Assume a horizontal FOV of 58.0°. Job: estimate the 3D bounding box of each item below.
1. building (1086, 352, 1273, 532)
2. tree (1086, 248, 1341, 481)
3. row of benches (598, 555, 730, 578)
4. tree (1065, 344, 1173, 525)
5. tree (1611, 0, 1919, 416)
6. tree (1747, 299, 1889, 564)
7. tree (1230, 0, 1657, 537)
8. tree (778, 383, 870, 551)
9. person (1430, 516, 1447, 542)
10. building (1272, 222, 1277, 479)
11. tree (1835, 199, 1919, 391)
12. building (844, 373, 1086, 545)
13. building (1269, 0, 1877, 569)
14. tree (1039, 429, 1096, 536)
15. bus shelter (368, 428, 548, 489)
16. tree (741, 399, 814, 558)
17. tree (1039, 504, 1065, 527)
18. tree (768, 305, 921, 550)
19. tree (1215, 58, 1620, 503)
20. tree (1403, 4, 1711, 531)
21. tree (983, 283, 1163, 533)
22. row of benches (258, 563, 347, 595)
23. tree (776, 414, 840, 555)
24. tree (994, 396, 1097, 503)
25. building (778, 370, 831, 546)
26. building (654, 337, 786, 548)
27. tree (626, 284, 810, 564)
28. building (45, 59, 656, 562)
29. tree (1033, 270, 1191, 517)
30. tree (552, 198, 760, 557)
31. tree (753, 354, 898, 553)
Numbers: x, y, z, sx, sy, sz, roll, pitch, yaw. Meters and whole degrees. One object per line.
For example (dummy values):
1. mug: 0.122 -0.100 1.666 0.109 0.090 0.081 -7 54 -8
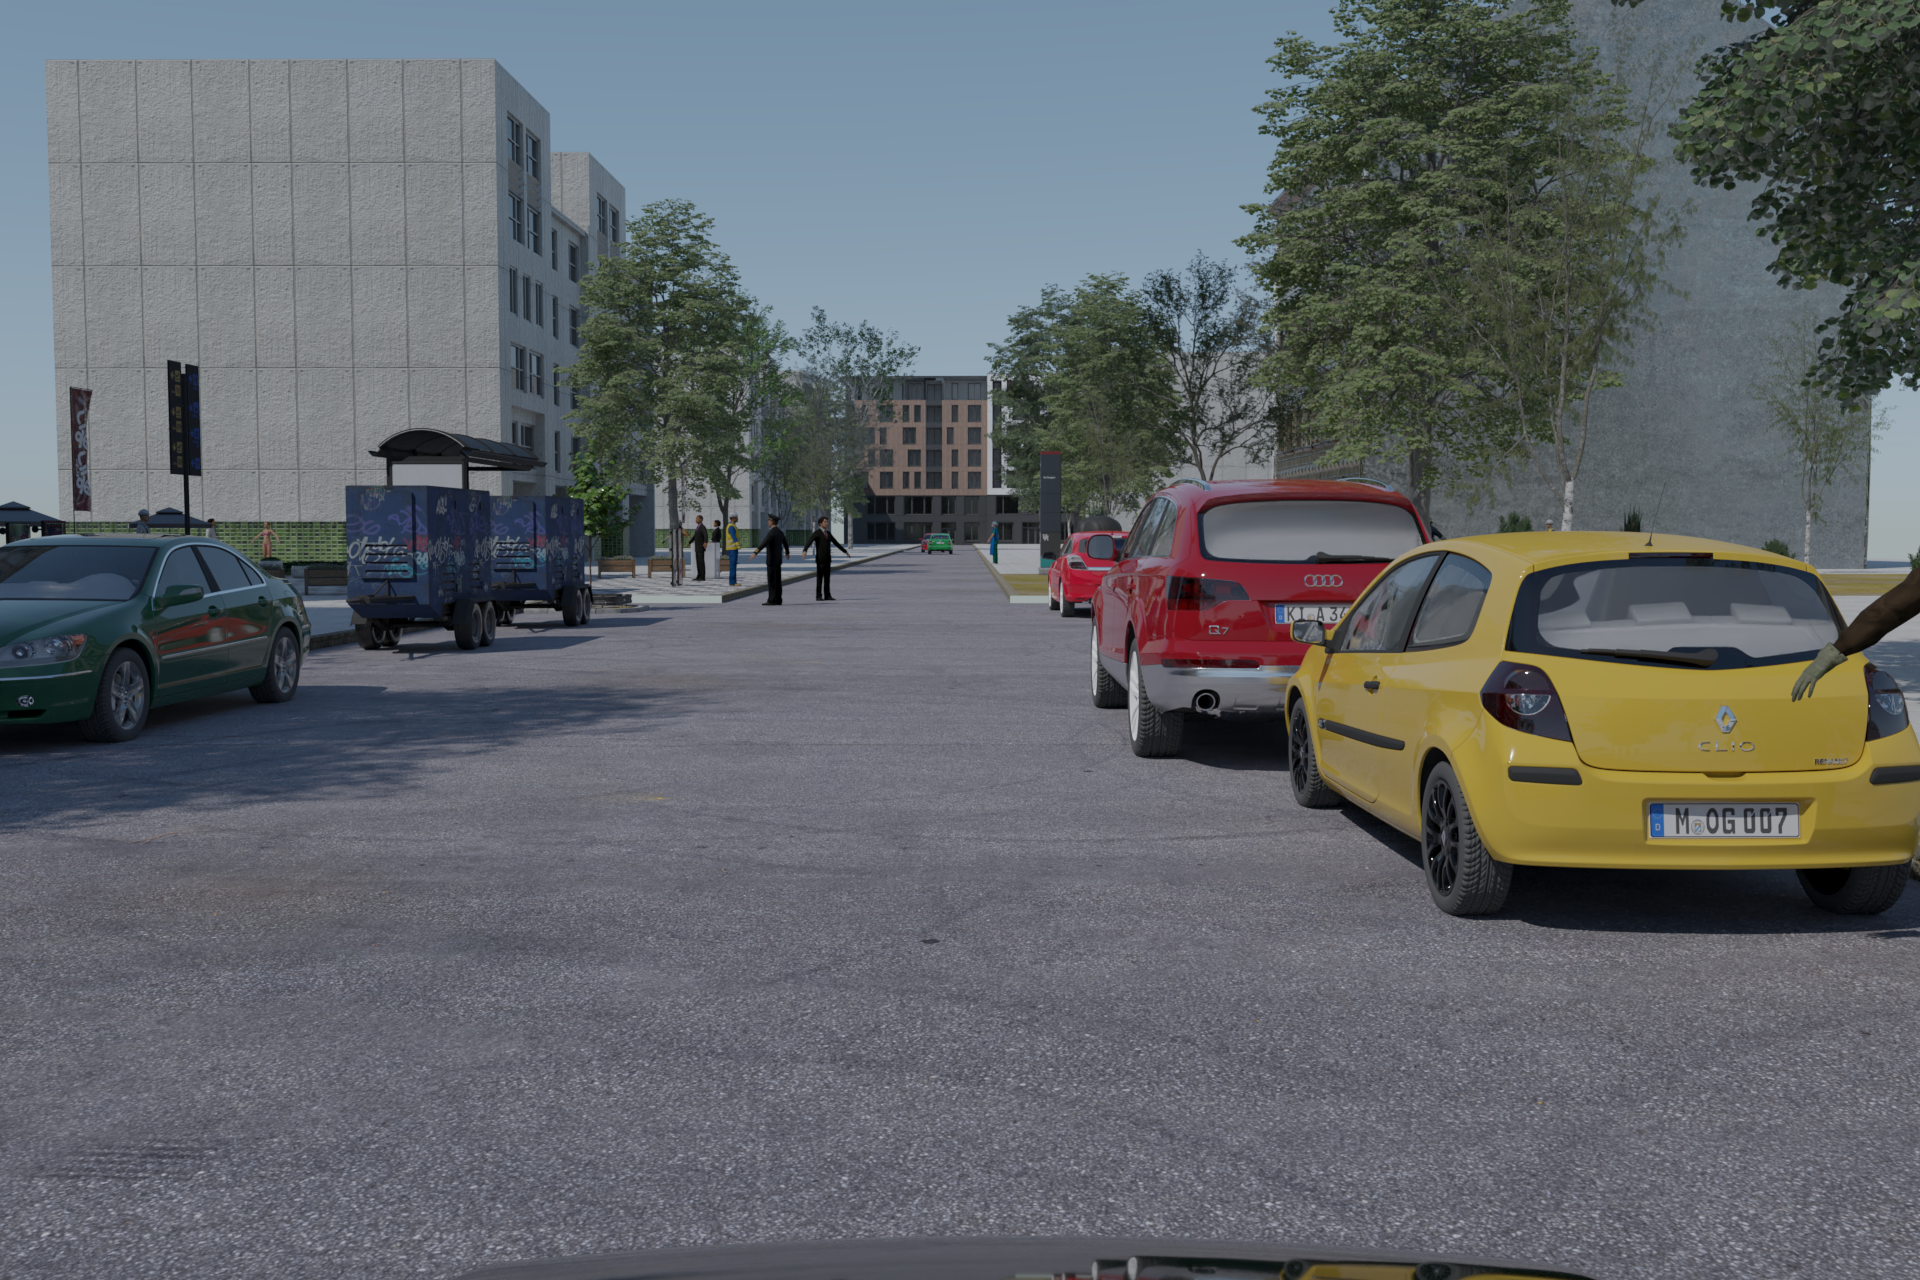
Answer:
1. building: 22.433 -18.959 176.432 16.747 18.905 31.486 0 4 0
2. tree: 8.135 -7.429 55.875 8.767 10.594 7.601 1 4 11
3. row of benches: -8.535 -2.165 50.867 4.104 0.672 1.422 -1 4 -13
4. tree: 5.715 -7.157 67.378 4.360 8.622 3.978 0 3 0
5. tree: 8.329 -6.441 11.968 9.857 13.997 8.962 0 3 0
6. tree: 26.886 -6.416 55.267 4.360 8.622 3.978 0 3 0
7. tree: 8.669 -6.950 31.758 7.486 12.596 7.792 0 3 0
8. tree: -10.159 -12.874 128.622 7.486 12.596 7.792 0 3 0
9. person: 14.587 -2.949 53.993 1.354 1.856 0.705 1 4 18
10. building: 23.735 -15.009 101.813 16.016 20.090 11.380 0 4 1
11. tree: 28.071 -8.183 44.169 12.009 13.543 11.850 0 3 0
12. building: 1.473 -23.604 232.357 32.646 21.610 27.936 0 4 1
13. building: 23.956 -14.728 71.732 19.493 23.208 18.063 0 4 0
14. tree: 6.263 -9.039 98.143 4.737 8.622 4.395 0 3 0
15. bus shelter: -10.214 -2.560 35.785 2.014 3.302 5.546 0 4 1
16. tree: -9.457 -8.713 92.814 4.360 8.622 3.978 0 3 0
17. tree: 5.637 -10.398 120.370 4.360 8.622 3.978 0 3 0
18. tree: -9.597 -17.585 143.396 12.611 20.169 13.585 0 3 0
19. tree: 11.934 -8.248 45.223 12.009 13.543 11.850 0 3 0
20. tree: 8.448 -4.489 23.757 4.360 8.622 3.978 0 3 0
21. tree: 5.807 -10.981 86.202 9.857 13.997 8.962 0 3 0
22. row of benches: -13.394 -1.324 37.104 4.104 0.672 1.422 -1 4 -21
23. tree: -8.905 -9.527 106.127 4.360 8.622 3.978 0 3 0
24. tree: 5.554 -10.569 107.219 7.601 10.594 8.767 0 4 -5
25. building: -24.936 -20.575 202.856 16.747 18.905 31.486 0 4 1
26. building: -27.155 -18.566 170.013 16.747 18.905 31.486 0 3 0
27. tree: -10.050 -9.004 72.969 9.928 11.665 9.643 0 3 0
28. building: -25.517 -13.098 80.603 16.747 18.905 31.486 0 4 0
29. tree: 6.692 -9.606 75.193 7.486 12.596 7.792 0 3 0
30. tree: -10.173 -8.625 59.149 7.486 12.596 7.792 0 3 0
31. tree: -9.222 -12.649 117.176 12.009 13.543 11.850 0 3 0
